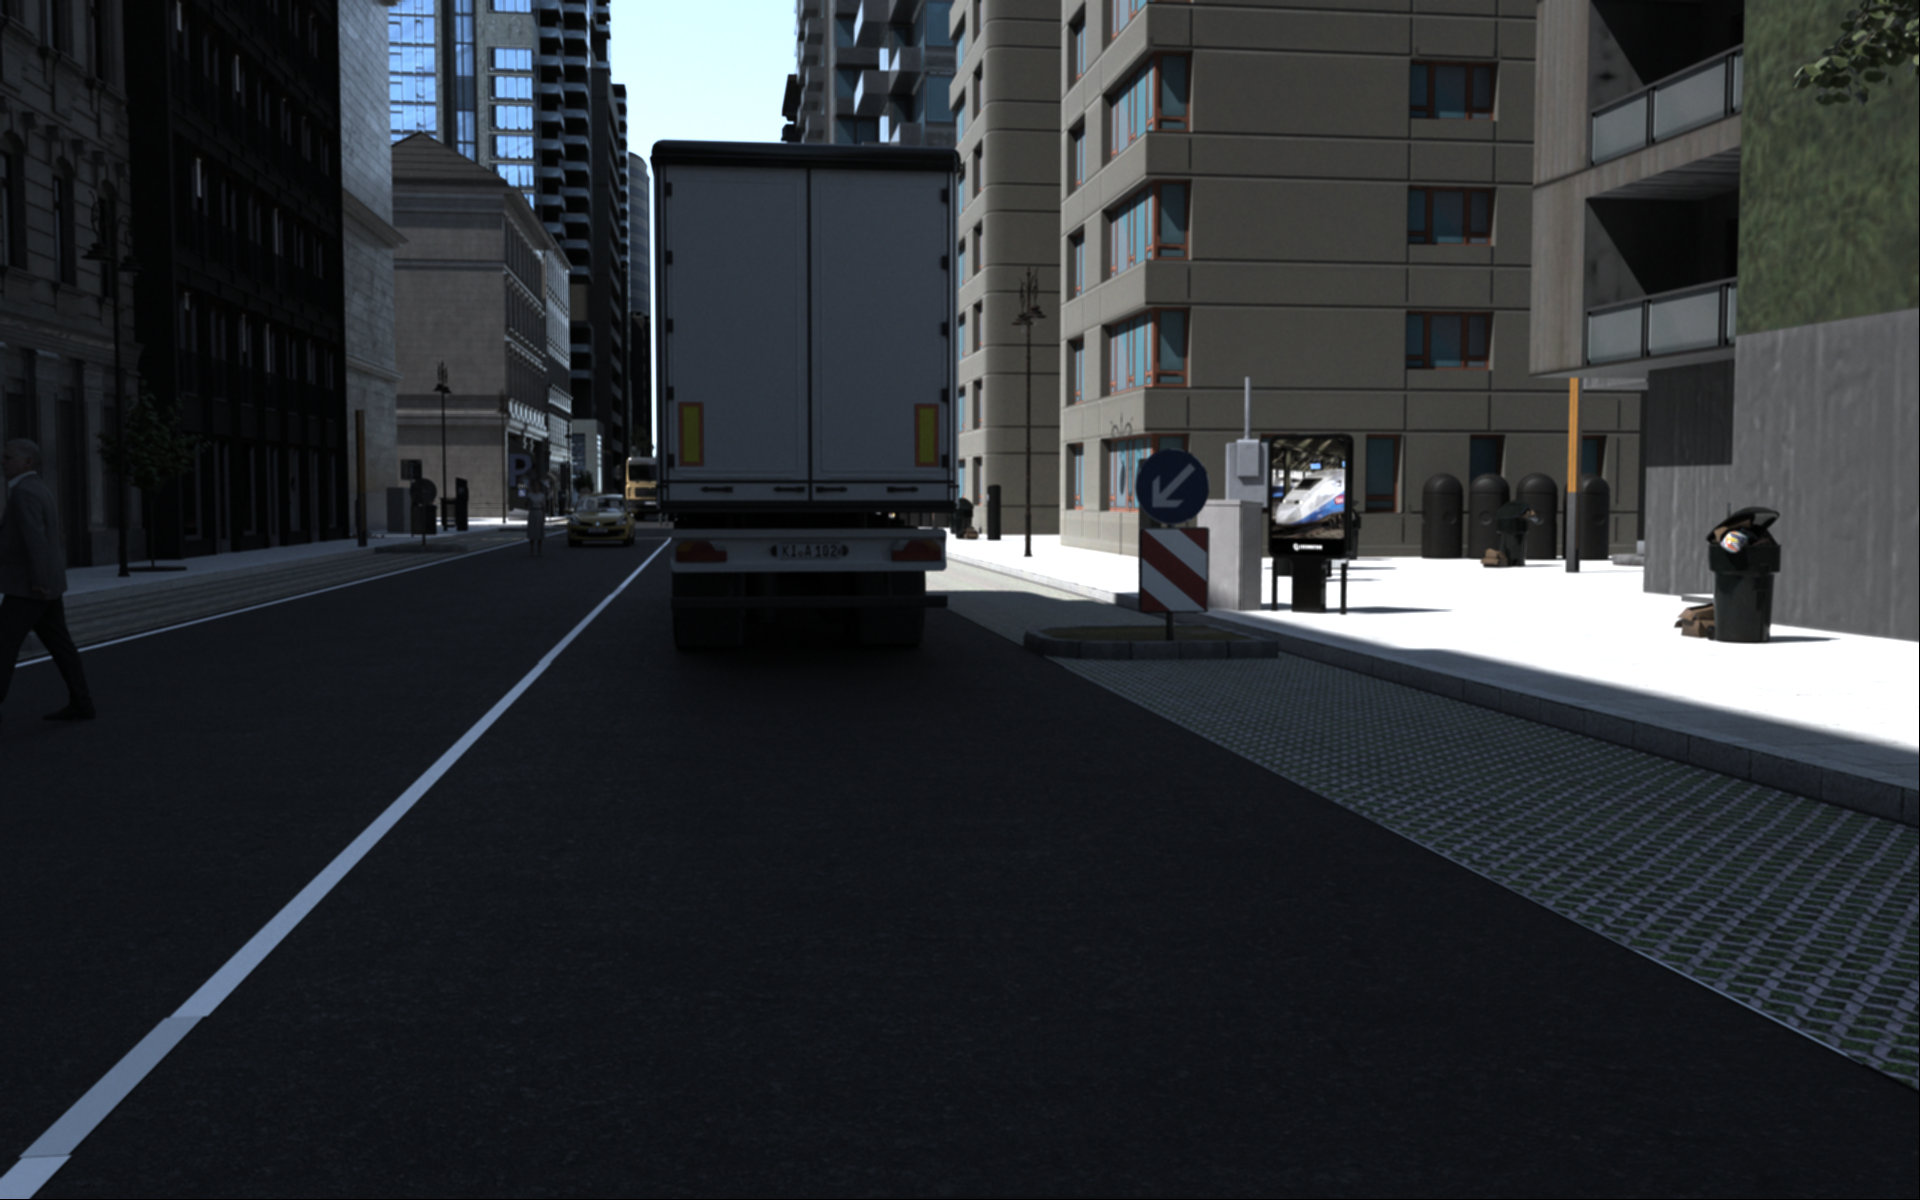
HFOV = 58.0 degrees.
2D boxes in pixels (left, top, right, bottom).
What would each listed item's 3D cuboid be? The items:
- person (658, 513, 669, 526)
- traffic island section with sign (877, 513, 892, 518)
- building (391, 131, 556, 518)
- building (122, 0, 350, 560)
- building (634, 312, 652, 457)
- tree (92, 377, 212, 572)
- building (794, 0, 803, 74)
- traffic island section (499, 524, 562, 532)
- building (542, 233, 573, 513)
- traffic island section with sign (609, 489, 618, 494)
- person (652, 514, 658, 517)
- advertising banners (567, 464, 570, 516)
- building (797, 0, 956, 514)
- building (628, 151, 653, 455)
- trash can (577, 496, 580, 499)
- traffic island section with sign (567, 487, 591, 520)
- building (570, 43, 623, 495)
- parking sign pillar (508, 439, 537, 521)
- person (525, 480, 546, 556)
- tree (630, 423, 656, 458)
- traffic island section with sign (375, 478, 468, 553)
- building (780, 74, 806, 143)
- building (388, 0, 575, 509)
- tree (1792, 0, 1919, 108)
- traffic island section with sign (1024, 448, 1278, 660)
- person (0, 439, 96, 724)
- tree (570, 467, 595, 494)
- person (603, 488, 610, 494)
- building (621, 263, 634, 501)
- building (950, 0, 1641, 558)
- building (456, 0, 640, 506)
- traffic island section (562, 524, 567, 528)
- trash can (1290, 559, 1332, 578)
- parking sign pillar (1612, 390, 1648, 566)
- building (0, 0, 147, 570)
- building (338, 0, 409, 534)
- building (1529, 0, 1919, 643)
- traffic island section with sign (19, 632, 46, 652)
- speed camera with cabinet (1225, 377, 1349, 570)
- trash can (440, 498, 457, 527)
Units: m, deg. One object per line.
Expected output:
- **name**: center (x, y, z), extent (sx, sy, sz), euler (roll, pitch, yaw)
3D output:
- **person**: center (-13.178, -4.182, 77.053), extent (0.661, 1.801, 0.590), euler (-2, 4, -27)
- **traffic island section with sign**: center (-2.202, -2.105, 43.045), extent (1.989, 1.847, 2.006), euler (0, 4, -8)
- **building**: center (-29.029, -14.861, 93.890), extent (10.553, 20.767, 40.483), euler (0, 4, -8)
- **building**: center (-22.386, -12.864, 39.998), extent (12.332, 23.373, 15.834), euler (0, 4, -8)
- **building**: center (-55.266, -30.424, 269.138), extent (14.160, 30.474, 14.107), euler (0, 4, -8)
- **tree**: center (-13.674, -2.102, 28.970), extent (1.663, 3.219, 1.824), euler (0, 3, 0)
- **building**: center (-11.092, -54.894, 210.181), extent (22.319, 86.520, 31.000), euler (0, 4, -8)
- **traffic island section**: center (-16.661, -2.741, 67.097), extent (2.009, 0.180, 2.903), euler (0, 4, -8)
- **building**: center (-33.197, -16.769, 123.316), extent (9.793, 20.994, 18.267), euler (0, 4, -8)
- **traffic island section with sign**: center (-24.598, -7.010, 123.246), extent (1.989, 1.847, 2.006), euler (0, 4, -8)
- **person**: center (-19.093, -5.765, 107.780), extent (0.505, 1.210, 0.382), euler (-2, 4, -30)
- **advertising banners**: center (-23.363, -6.551, 103.290), extent (0.090, 3.025, 2.074), euler (-1, 4, -10)
- **building**: center (-1.256, -31.620, 136.602), extent (23.786, 49.044, 30.456), euler (0, 4, -8)
- **building**: center (-62.733, -45.724, 289.577), extent (21.231, 58.520, 28.212), euler (0, 4, -8)
- **trash can**: center (-25.837, -6.544, 118.645), extent (0.748, 1.137, 0.748), euler (0, 3, 0)
- **traffic island section with sign**: center (-20.792, -5.363, 96.311), extent (1.989, 1.847, 2.006), euler (0, 4, -8)
- **building**: center (-48.261, -34.530, 188.259), extent (21.300, 48.544, 21.600), euler (0, 4, -8)
- **parking sign pillar**: center (-21.154, -5.827, 83.741), extent (1.447, 3.967, 1.447), euler (0, 4, -3)
- **person**: center (-9.874, -1.911, 40.313), extent (0.480, 1.755, 0.524), euler (-1, 4, -23)
- **tree**: center (-41.540, -17.768, 224.926), extent (8.767, 10.594, 7.601), euler (0, 4, -7)
- **traffic island section with sign**: center (-13.221, -2.080, 42.637), extent (1.989, 1.847, 2.006), euler (0, 4, -8)
- **building**: center (-7.347, -32.201, 181.111), extent (22.147, 44.769, 28.867), euler (0, 4, -8)
- **building**: center (-44.529, -51.875, 160.827), extent (22.319, 86.520, 31.000), euler (0, 4, -8)
- **tree**: center (6.338, -5.459, 7.384), extent (7.486, 12.596, 7.792), euler (0, 3, 0)
- **traffic island section with sign**: center (1.638, -0.440, 15.815), extent (1.989, 1.847, 2.006), euler (0, 4, -8)
- **person**: center (-5.888, -0.117, 10.815), extent (0.834, 1.777, 0.661), euler (-2, 4, -29)
- **tree**: center (-27.607, -8.210, 128.831), extent (1.663, 3.219, 1.824), euler (0, 3, 0)
- **person**: center (-23.159, -6.406, 113.148), extent (0.836, 1.842, 0.656), euler (3, 4, 38)
- **building**: center (-47.011, -26.635, 207.185), extent (14.160, 30.474, 14.107), euler (0, 4, -8)
- **building**: center (15.332, -12.539, 50.057), extent (27.650, 21.520, 28.899), euler (0, 4, -8)
- **building**: center (-56.659, -56.992, 244.498), extent (22.319, 86.520, 31.000), euler (0, 4, -8)
- **traffic island section**: center (-17.776, -3.225, 75.004), extent (2.009, 0.180, 2.903), euler (0, 4, -8)
- **trash can**: center (5.187, -0.852, 25.586), extent (0.748, 1.137, 0.748), euler (0, 3, 0)
- **parking sign pillar**: center (12.550, -2.612, 31.172), extent (1.447, 3.967, 1.447), euler (2, 4, 30)
- **building**: center (-19.015, -10.642, 23.150), extent (9.793, 20.994, 18.267), euler (0, 4, -8)
- **building**: center (-31.172, -16.472, 56.702), extent (23.554, 28.519, 14.401), euler (0, 4, -8)
- **building**: center (14.593, -20.524, 19.165), extent (14.154, 41.232, 14.086), euler (0, 4, -8)
- **traffic island section with sign**: center (-9.454, -0.446, 15.913), extent (1.989, 1.847, 2.006), euler (0, 4, -8)
- **speed camera with cabinet**: center (5.575, -2.151, 29.509), extent (2.038, 3.252, 0.660), euler (0, 4, 4)
- **trash can**: center (-19.827, -3.398, 67.215), extent (0.748, 1.137, 0.748), euler (0, 3, 0)
